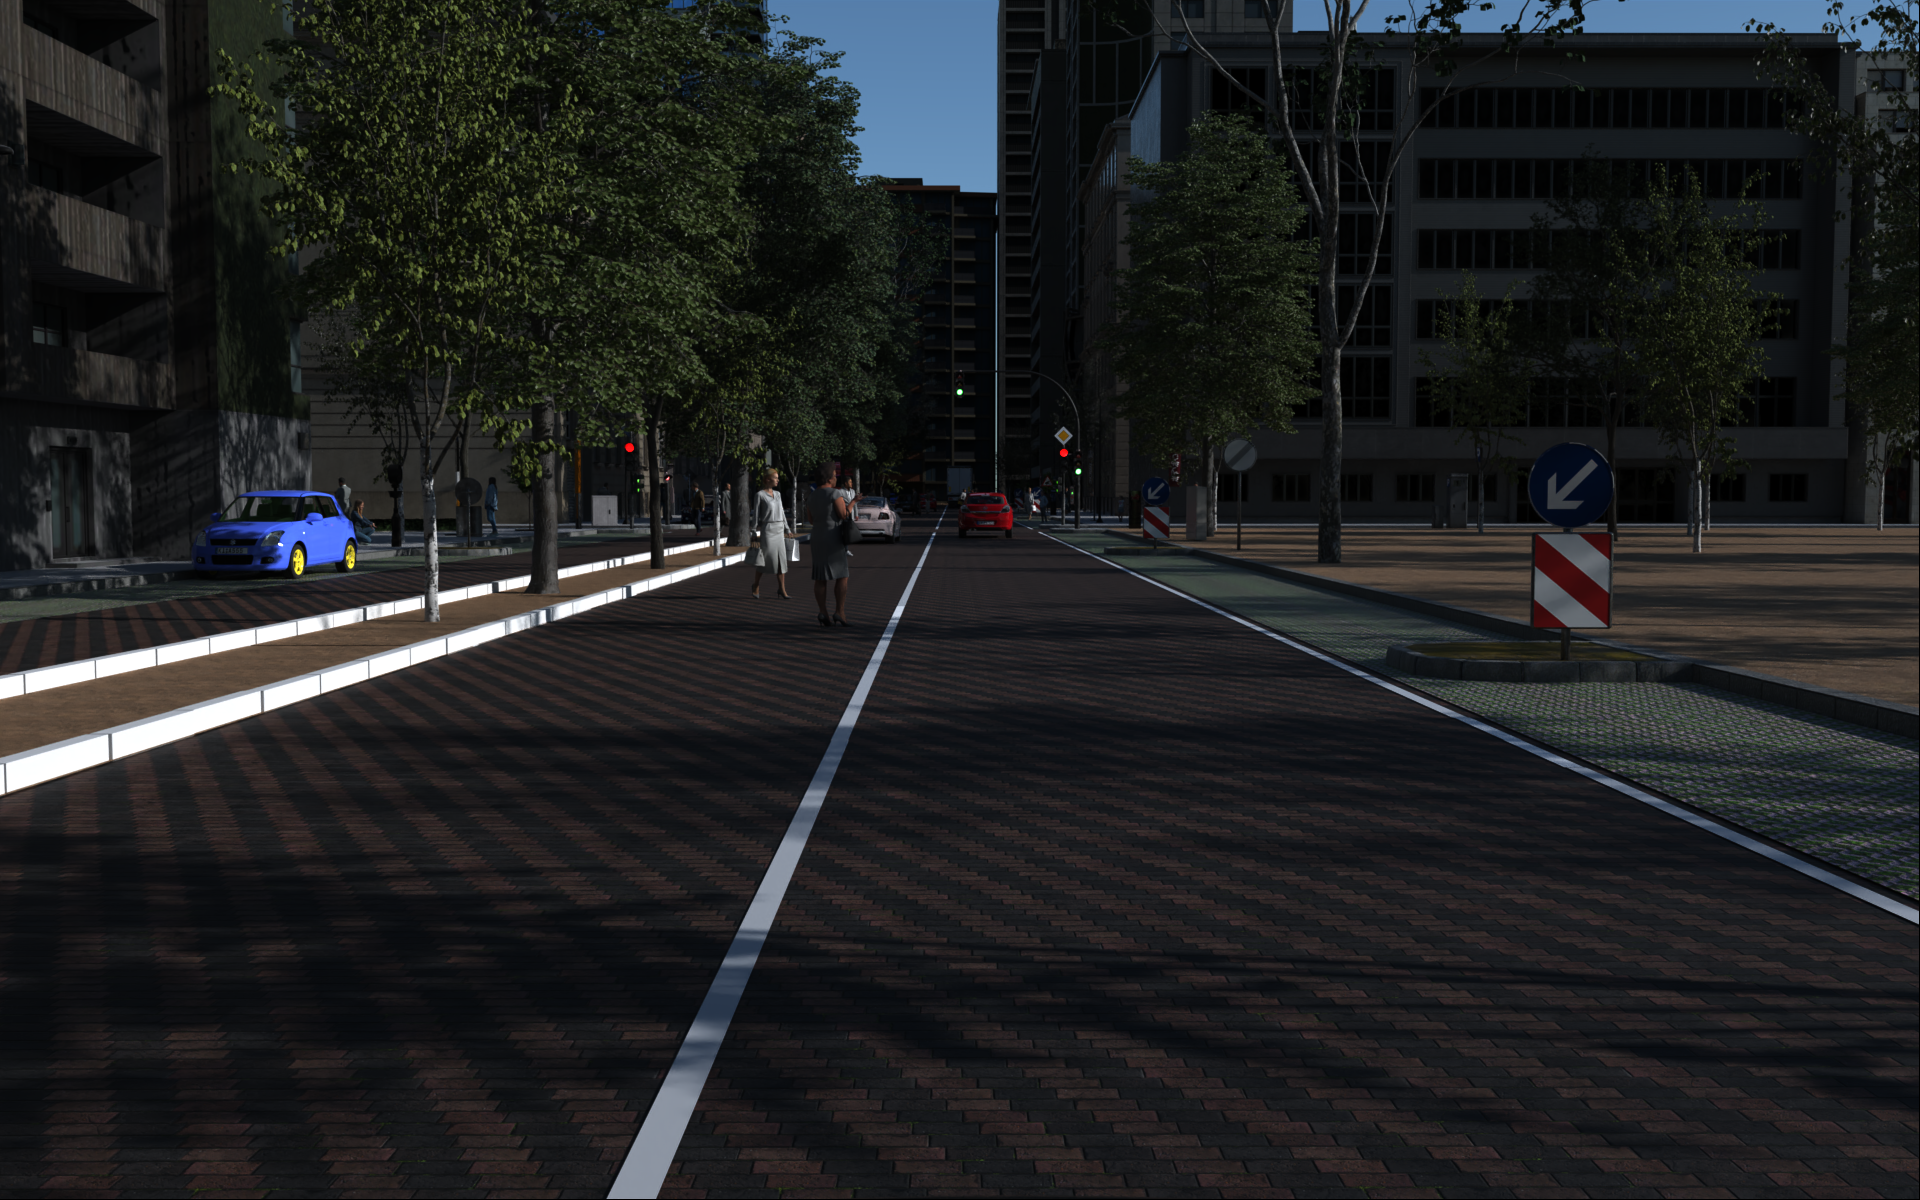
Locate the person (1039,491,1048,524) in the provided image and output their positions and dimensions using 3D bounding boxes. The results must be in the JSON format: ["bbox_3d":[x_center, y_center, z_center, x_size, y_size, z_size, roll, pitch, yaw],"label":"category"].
[{"bbox_3d":[4.014,-4.499,83.862,0.330,1.601,0.589,-2,4,-26],"label":"person"}]

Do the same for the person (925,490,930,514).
[{"bbox_3d":[-2.379,-7.204,126.837,0.362,1.759,0.519,1,4,20],"label":"person"}]

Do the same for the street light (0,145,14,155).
[{"bbox_3d":[-13.300,-3.099,23.202,1.470,5.913,1.316,0,4,0],"label":"street light"}]

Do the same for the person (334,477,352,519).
[{"bbox_3d":[-19.271,-2.924,54.028,0.466,1.800,0.511,1,4,14],"label":"person"}]

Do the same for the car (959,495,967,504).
[{"bbox_3d":[1.056,-6.138,109.388,2.155,1.783,4.494,0,4,-2],"label":"car"}]

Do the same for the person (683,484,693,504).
[{"bbox_3d":[-14.373,-5.230,91.734,0.473,1.802,0.592,-3,4,-38],"label":"person"}]

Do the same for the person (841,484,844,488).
[{"bbox_3d":[-4.062,-3.218,61.337,0.478,1.798,0.641,-1,4,-17],"label":"person"}]

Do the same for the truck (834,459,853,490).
[{"bbox_3d":[-9.648,-9.277,140.587,2.839,4.237,11.283,0,4,-2],"label":"truck"}]

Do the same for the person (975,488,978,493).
[{"bbox_3d":[1.041,-6.434,113.578,0.818,1.842,0.514,-3,5,-39],"label":"person"}]

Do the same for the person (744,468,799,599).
[{"bbox_3d":[-2.588,-0.909,23.710,0.694,1.780,0.624,-2,4,-33],"label":"person"}]

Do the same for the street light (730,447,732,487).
[{"bbox_3d":[-13.721,-8.274,107.826,1.470,5.913,1.316,0,4,0],"label":"street light"}]

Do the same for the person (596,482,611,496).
[{"bbox_3d":[-15.923,-4.351,77.371,0.592,1.802,0.473,1,4,17],"label":"person"}]

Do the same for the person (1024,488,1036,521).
[{"bbox_3d":[3.792,-5.173,93.438,0.694,1.780,0.624,3,5,42],"label":"person"}]

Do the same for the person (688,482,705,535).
[{"bbox_3d":[-9.172,-3.175,60.318,0.656,1.842,0.836,0,4,8],"label":"person"}]

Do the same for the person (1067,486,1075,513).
[{"bbox_3d":[7.582,-6.853,118.262,0.590,1.801,0.661,-2,4,-23],"label":"person"}]

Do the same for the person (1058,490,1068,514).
[{"bbox_3d":[6.712,-6.500,112.501,0.721,1.800,0.419,0,4,-2],"label":"person"}]

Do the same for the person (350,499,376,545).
[{"bbox_3d":[-14.911,-1.948,43.399,0.738,1.151,1.012,0,4,-1],"label":"person"}]

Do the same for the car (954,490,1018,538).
[{"bbox_3d":[0.858,-2.987,57.873,2.155,1.783,4.494,0,4,1],"label":"car"}]

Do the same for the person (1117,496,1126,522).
[{"bbox_3d":[7.409,-4.154,78.972,0.505,1.210,0.382,3,5,42],"label":"person"}]

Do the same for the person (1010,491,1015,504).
[{"bbox_3d":[6.665,-12.741,215.184,1.217,1.723,0.721,2,4,25],"label":"person"}]

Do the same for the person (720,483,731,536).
[{"bbox_3d":[-7.956,-3.103,59.340,0.767,1.812,0.694,1,4,22],"label":"person"}]

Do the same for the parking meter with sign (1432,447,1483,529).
[{"bbox_3d":[18.502,-4.175,64.519,1.738,3.016,0.543,0,4,-2],"label":"parking meter with sign"}]

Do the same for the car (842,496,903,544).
[{"bbox_3d":[-2.774,-2.394,51.509,2.083,1.381,4.827,0,4,2],"label":"car"}]

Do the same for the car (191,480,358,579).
[{"bbox_3d":[-11.897,-1.257,30.138,1.945,1.707,3.694,0,4,1],"label":"car"}]

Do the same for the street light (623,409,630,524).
[{"bbox_3d":[-13.563,-6.146,73.032,1.470,5.913,1.316,0,4,0],"label":"street light"}]

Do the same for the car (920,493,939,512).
[{"bbox_3d":[-2.789,-8.062,140.850,2.155,1.783,4.494,0,4,-1],"label":"car"}]

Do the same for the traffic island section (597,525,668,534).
[{"bbox_3d":[-12.103,-2.540,63.808,2.009,0.180,2.903,0,4,0],"label":"traffic island section"}]

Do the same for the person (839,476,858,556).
[{"bbox_3d":[-2.696,-1.955,40.304,0.661,1.843,0.795,-3,5,-41],"label":"person"}]

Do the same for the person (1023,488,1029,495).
[{"bbox_3d":[6.214,-9.520,161.783,1.350,1.814,0.705,1,4,23],"label":"person"}]

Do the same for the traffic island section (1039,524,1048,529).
[{"bbox_3d":[4.304,-3.032,71.860,2.009,0.180,2.903,0,4,0],"label":"traffic island section"}]

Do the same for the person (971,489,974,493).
[{"bbox_3d":[0.970,-7.603,132.800,0.713,1.824,0.794,2,4,24],"label":"person"}]

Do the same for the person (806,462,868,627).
[{"bbox_3d":[-1.302,-0.606,18.769,0.716,1.782,0.532,3,5,39],"label":"person"}]

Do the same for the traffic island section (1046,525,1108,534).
[{"bbox_3d":[4.339,-2.544,63.875,2.009,0.180,2.903,0,4,0],"label":"traffic island section"}]

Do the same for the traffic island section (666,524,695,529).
[{"bbox_3d":[-12.137,-3.028,71.793,2.009,0.180,2.903,0,4,0],"label":"traffic island section"}]

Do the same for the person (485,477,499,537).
[{"bbox_3d":[-14.055,-2.798,52.061,0.793,1.790,0.793,-3,4,-36],"label":"person"}]

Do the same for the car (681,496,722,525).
[{"bbox_3d":[-12.020,-4.212,81.443,1.945,1.354,3.894,0,4,0],"label":"car"}]

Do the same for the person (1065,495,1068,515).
[{"bbox_3d":[6.345,-5.714,104.155,0.332,1.250,0.352,1,4,9],"label":"person"}]

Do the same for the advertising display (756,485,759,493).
[{"bbox_3d":[-14.179,-7.187,122.726,0.123,1.923,0.974,1,4,18],"label":"advertising display"}]

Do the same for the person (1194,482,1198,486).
[{"bbox_3d":[9.779,-4.040,72.273,0.511,1.800,0.466,2,4,28],"label":"person"}]

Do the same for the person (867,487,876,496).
[{"bbox_3d":[-4.221,-4.530,83.121,0.519,1.759,0.362,1,4,14],"label":"person"}]

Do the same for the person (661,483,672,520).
[{"bbox_3d":[-14.479,-4.845,85.288,0.654,1.822,0.581,3,4,38],"label":"person"}]

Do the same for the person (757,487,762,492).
[{"bbox_3d":[-9.988,-4.769,86.659,0.728,1.800,0.709,0,4,2],"label":"person"}]

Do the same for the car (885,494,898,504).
[{"bbox_3d":[-8.763,-12.816,219.134,1.945,1.707,3.694,0,4,-1],"label":"car"}]

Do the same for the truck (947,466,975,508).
[{"bbox_3d":[0.073,-11.515,177.183,2.839,4.237,11.283,0,4,1],"label":"truck"}]

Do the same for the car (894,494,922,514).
[{"bbox_3d":[-3.694,-6.930,123.085,2.009,1.686,4.222,0,4,1],"label":"car"}]

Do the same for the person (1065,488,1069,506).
[{"bbox_3d":[7.962,-7.443,128.307,0.524,1.755,0.480,-2,4,-31],"label":"person"}]

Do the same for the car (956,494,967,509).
[{"bbox_3d":[0.637,-9.581,166.877,2.015,1.641,3.980,0,4,0],"label":"car"}]

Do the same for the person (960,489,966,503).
[{"bbox_3d":[0.220,-7.523,131.349,0.795,1.843,0.661,3,4,37],"label":"person"}]

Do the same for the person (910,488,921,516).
[{"bbox_3d":[-2.876,-6.322,111.835,0.822,1.834,0.622,-1,4,-11],"label":"person"}]

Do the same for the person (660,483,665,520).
[{"bbox_3d":[-14.411,-4.740,83.531,0.794,1.824,0.713,1,4,8],"label":"person"}]
